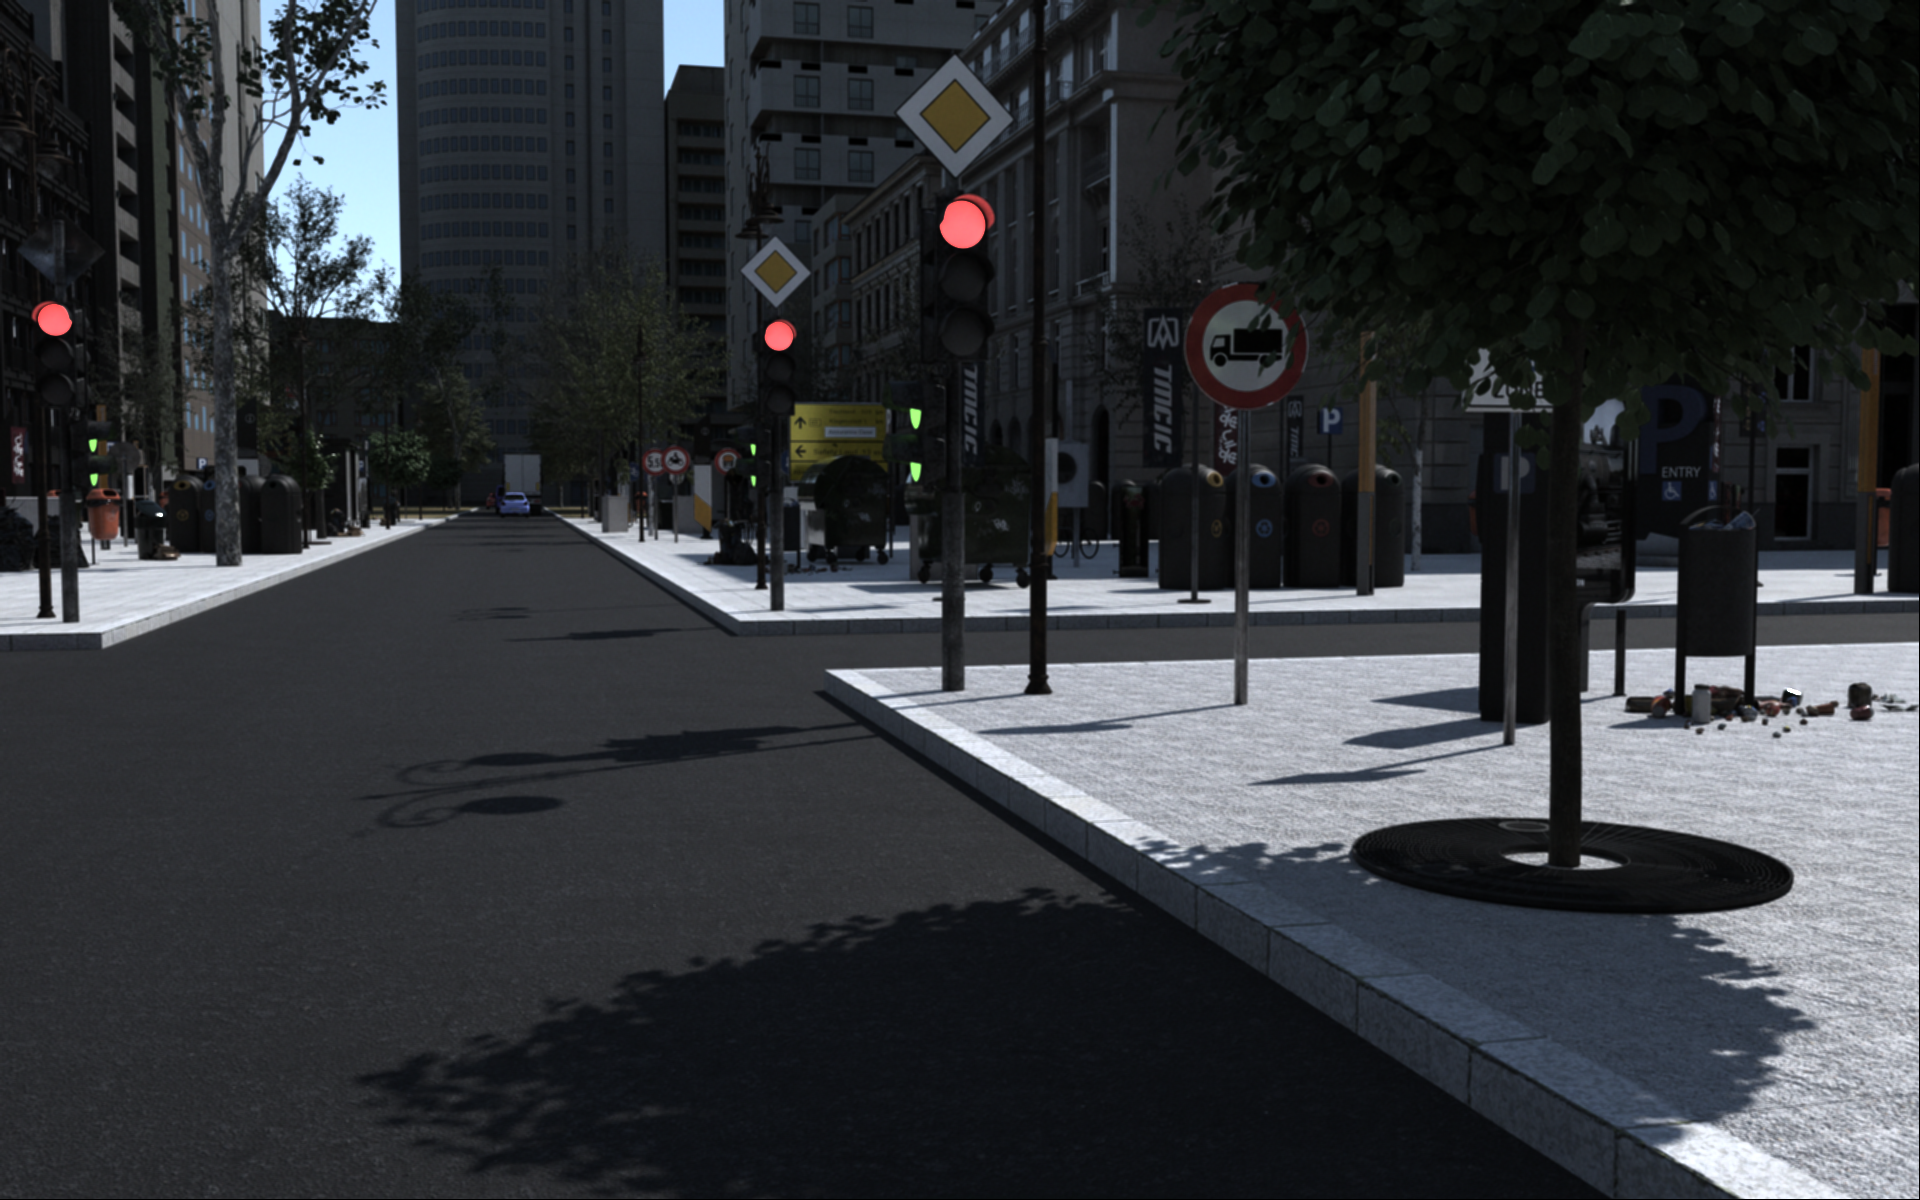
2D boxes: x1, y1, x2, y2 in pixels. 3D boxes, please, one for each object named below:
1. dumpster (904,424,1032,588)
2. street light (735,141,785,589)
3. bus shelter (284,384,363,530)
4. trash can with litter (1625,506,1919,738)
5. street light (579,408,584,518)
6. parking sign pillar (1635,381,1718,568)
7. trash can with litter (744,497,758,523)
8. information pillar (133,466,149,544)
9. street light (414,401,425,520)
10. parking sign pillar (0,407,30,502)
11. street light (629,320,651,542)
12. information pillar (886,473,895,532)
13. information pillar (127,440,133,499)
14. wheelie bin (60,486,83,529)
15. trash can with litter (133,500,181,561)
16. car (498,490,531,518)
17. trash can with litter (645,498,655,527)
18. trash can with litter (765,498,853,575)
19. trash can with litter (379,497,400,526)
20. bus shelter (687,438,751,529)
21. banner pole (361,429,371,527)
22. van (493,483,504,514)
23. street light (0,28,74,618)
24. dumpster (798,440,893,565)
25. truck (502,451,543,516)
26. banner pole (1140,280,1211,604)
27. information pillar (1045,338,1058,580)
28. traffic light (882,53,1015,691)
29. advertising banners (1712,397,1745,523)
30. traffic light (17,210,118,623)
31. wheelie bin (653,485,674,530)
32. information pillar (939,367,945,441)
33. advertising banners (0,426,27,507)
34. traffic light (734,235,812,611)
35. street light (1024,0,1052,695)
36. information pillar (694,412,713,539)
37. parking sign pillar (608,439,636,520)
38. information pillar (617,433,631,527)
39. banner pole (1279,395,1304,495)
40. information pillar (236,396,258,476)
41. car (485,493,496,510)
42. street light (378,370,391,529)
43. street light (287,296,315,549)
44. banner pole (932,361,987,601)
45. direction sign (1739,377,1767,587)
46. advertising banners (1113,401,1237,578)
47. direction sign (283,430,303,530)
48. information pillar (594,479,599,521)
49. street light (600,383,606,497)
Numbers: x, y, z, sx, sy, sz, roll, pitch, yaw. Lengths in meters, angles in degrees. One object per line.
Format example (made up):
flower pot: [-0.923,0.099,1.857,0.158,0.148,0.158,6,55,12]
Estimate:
dumpster: [0.156,-1.330,24.235,1.502,2.255,1.985,-1,4,-14]
street light: [-2.678,-3.082,23.185,0.468,5.910,1.993,-1,4,-14]
bus shelter: [-24.187,-5.404,65.993,2.179,5.291,8.768,-1,4,-14]
trash can with litter: [4.819,0.057,10.122,2.233,1.210,1.678,-1,4,-18]
street light: [-19.920,-7.245,91.244,0.468,5.910,1.993,-1,4,-14]
parking sign pillar: [12.748,-2.588,30.779,1.447,3.967,1.447,-3,5,-43]
trash can with litter: [-9.200,-3.992,76.655,1.055,1.170,0.624,2,4,29]
information pillar: [-21.188,-2.467,44.821,0.304,2.012,0.304,-1,4,-11]
street light: [-26.881,-6.933,86.149,0.468,5.910,1.993,-1,4,-14]
parking sign pillar: [-29.524,-4.002,53.911,1.447,3.967,1.447,2,4,35]
street light: [-8.540,-4.497,46.306,0.468,5.910,1.993,-1,4,-14]
information pillar: [-2.398,-3.345,59.182,0.304,2.012,0.304,1,4,12]
information pillar: [-36.160,-5.148,75.525,0.183,3.616,0.504,0,4,6]
wheelie bin: [-32.735,-3.406,63.604,0.693,1.594,0.980,1,4,13]
trash can with litter: [-15.593,-1.368,33.756,1.055,1.170,0.624,2,4,32]
car: [-26.936,-5.824,104.809,1.945,1.707,3.694,-1,4,-14]
trash can with litter: [-11.803,-3.397,66.928,0.624,1.170,1.055,-1,4,-20]
trash can with litter: [-2.487,-1.071,28.565,1.678,1.210,2.233,3,5,40]
trash can with litter: [-23.087,-3.588,70.050,0.624,1.170,1.055,0,4,-1]
bus shelter: [-9.249,-4.385,65.624,2.014,3.302,5.546,-1,4,-14]
banner pole: [-22.998,-4.712,67.063,0.401,3.779,0.863,0,4,-5]
van: [-32.744,-7.417,125.656,2.240,2.365,5.245,-1,4,-15]
street light: [-9.489,-2.753,17.807,0.468,5.910,1.993,-1,4,-14]
dumpster: [-2.116,-1.808,32.062,1.502,2.255,1.985,-1,4,-14]
truck: [-29.725,-7.880,117.743,2.839,4.237,11.283,-1,4,-14]
banner pole: [2.549,-1.860,20.428,0.863,3.779,0.401,1,4,16]
information pillar: [1.347,-2.111,25.872,0.183,3.616,0.504,-1,4,-14]
traffic light: [-0.063,-1.363,11.211,0.839,4.253,0.868,-1,4,-14]
advertising banners: [9.910,-1.602,22.384,0.090,3.025,2.074,2,4,34]
traffic light: [-8.871,-1.730,17.202,0.839,4.253,0.868,-1,4,-14]
wheelie bin: [-10.715,-3.345,62.605,0.980,1.594,0.693,-2,4,-28]
information pillar: [-0.170,-2.472,31.767,0.183,3.616,0.504,-3,4,-38]
advertising banners: [-24.507,-2.925,44.006,0.090,3.025,2.074,1,4,18]
traffic light: [-2.031,-1.837,18.951,0.839,4.253,0.868,-1,4,-14]
street light: [0.503,-2.336,10.981,0.468,5.910,1.993,-1,4,-14]
information pillar: [-7.329,-3.550,49.405,0.504,3.616,0.183,0,4,1]
parking sign pillar: [-16.492,-5.869,84.428,1.447,3.967,1.447,-3,4,-36]
information pillar: [-12.942,-4.608,66.692,0.504,3.616,0.183,-3,5,-44]
banner pole: [7.365,-2.982,38.780,0.401,3.779,0.863,-3,4,-39]
information pillar: [-16.862,-3.038,41.025,0.504,3.616,0.183,-1,4,-19]
car: [-42.748,-9.218,159.748,2.155,1.783,4.494,-1,4,-14]
street light: [-20.894,-5.523,63.084,0.468,5.910,1.993,-1,4,-14]
street light: [-15.390,-4.146,40.571,0.468,5.910,1.993,-1,4,-14]
banner pole: [0.023,-1.870,20.587,0.401,3.779,0.863,-3,5,-43]
direction sign: [10.984,-1.959,24.022,0.379,3.537,0.876,3,5,45]
advertising banners: [3.396,-1.861,26.622,2.074,3.025,0.090,0,4,-5]
direction sign: [-23.338,-4.218,60.962,0.876,3.537,0.379,-1,4,-14]
information pillar: [-17.555,-4.856,83.895,0.304,2.012,0.304,0,4,1]
street light: [-14.183,-5.871,68.784,0.468,5.910,1.993,-1,4,-14]
